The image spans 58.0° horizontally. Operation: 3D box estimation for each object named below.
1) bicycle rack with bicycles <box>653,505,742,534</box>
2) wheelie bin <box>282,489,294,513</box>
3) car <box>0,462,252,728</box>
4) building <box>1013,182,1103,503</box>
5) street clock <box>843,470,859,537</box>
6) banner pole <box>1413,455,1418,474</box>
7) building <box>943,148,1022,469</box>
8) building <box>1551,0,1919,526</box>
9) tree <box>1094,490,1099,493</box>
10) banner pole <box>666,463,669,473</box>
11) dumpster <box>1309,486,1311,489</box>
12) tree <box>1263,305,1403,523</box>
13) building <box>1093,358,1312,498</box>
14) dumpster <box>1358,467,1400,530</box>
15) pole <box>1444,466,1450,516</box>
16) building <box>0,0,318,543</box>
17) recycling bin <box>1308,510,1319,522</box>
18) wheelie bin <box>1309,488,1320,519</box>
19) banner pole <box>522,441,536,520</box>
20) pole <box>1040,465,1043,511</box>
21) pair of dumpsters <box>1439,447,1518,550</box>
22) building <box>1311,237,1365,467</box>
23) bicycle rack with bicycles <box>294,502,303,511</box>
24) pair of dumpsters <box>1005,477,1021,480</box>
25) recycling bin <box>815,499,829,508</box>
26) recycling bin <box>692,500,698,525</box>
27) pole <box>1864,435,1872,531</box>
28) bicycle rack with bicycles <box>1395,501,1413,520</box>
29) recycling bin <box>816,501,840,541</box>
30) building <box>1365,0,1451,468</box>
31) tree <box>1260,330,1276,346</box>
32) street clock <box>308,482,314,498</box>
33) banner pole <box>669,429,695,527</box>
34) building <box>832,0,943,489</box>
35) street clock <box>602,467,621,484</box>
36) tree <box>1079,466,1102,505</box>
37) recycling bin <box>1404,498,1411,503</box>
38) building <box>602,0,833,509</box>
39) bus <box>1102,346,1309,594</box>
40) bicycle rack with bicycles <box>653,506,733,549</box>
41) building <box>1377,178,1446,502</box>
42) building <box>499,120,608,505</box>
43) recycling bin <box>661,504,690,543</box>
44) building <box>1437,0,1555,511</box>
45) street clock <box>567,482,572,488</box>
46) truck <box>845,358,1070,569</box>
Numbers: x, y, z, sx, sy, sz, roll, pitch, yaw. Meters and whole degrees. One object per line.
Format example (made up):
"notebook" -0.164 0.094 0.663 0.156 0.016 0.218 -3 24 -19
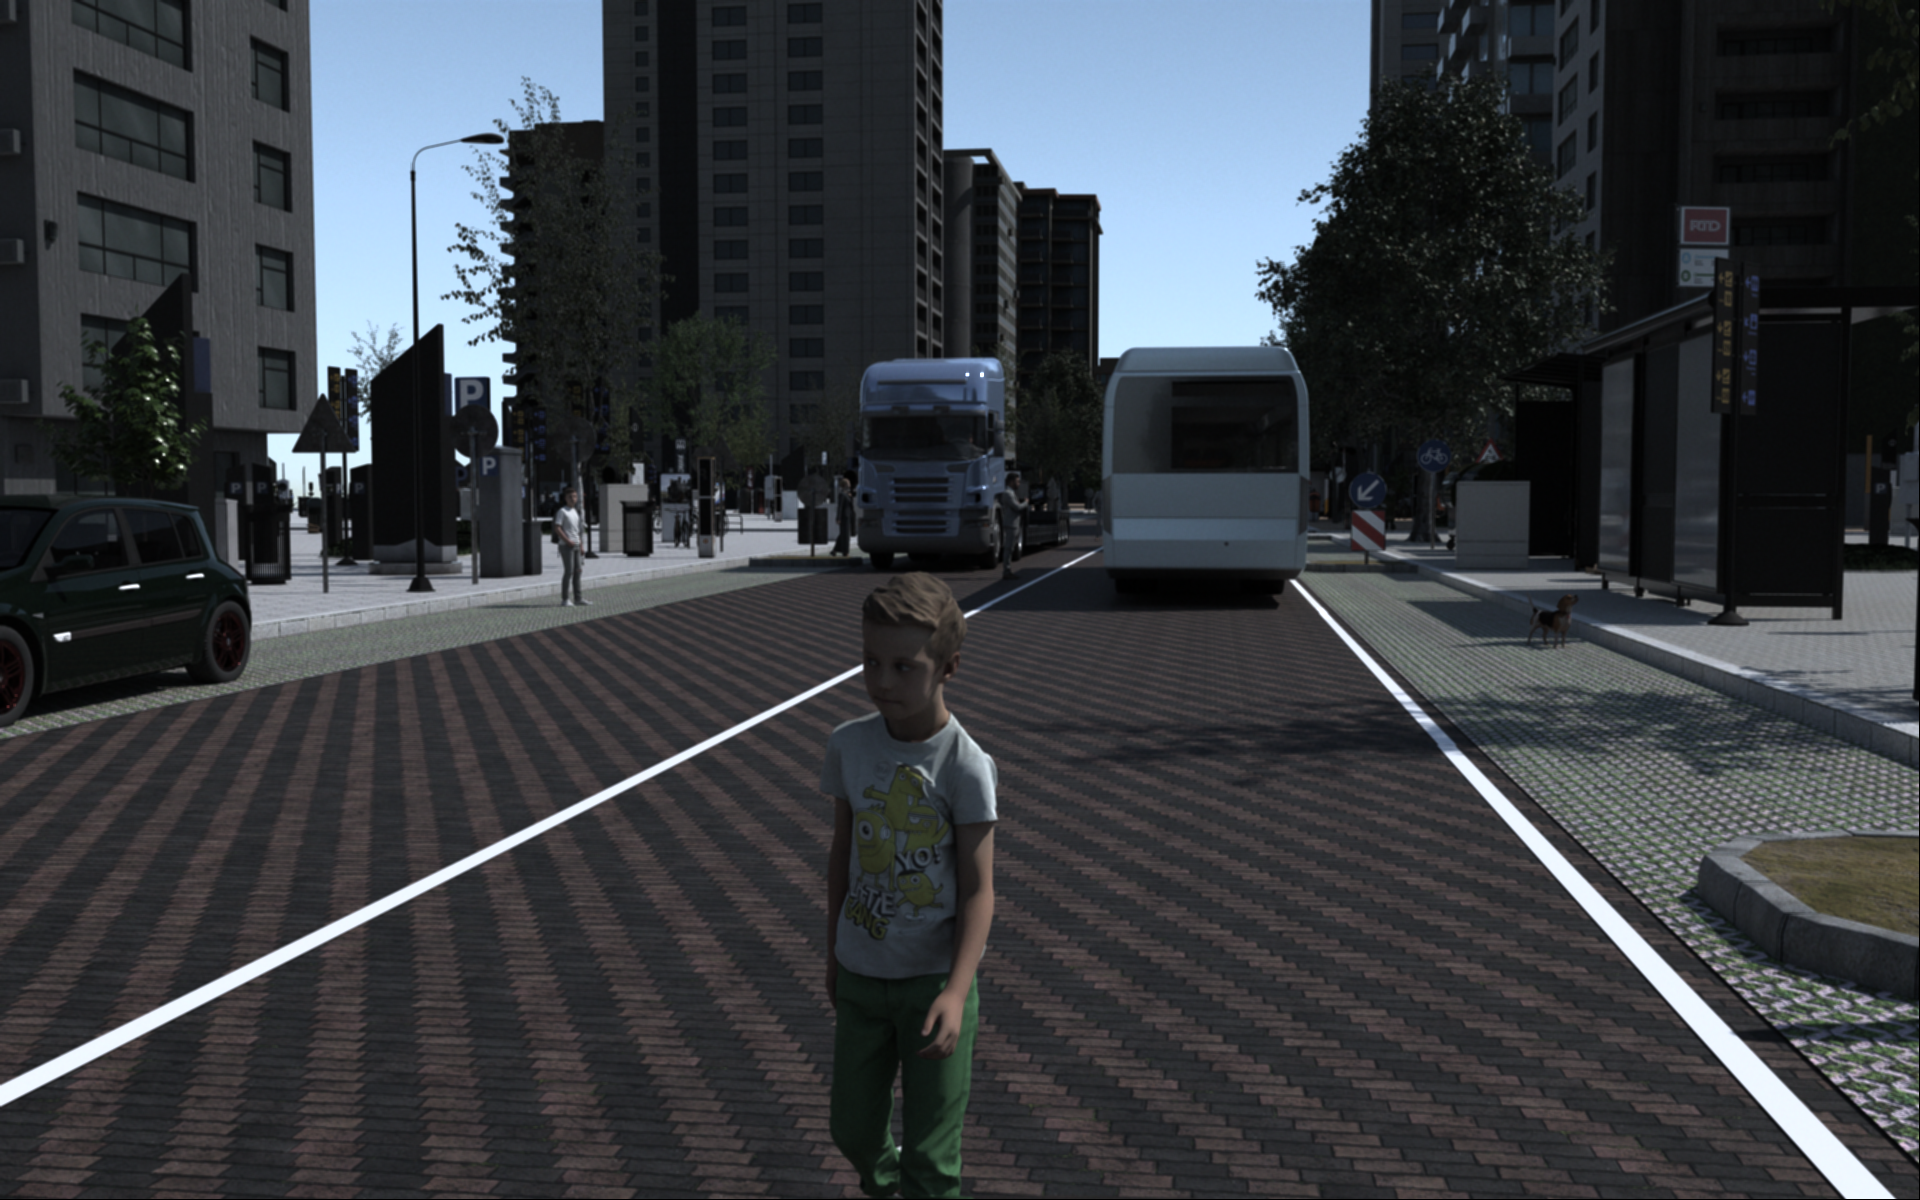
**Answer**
"bicycle rack with bicycles" -8.272 -2.592 55.756 2.852 0.926 2.925 -2 4 -34
"wheelie bin" -45.892 -6.742 118.146 0.980 1.594 0.693 0 4 -5
"car" -6.510 -0.123 11.797 2.009 1.686 4.222 0 4 7
"building" 5.341 -36.168 245.974 28.867 44.769 22.147 1 4 8
"street clock" -3.251 -2.904 52.048 0.471 2.002 0.358 2 4 26
"banner pole" 29.553 -7.480 112.319 0.863 3.779 0.401 -2 4 -35
"building" -6.049 -30.508 190.684 23.993 40.220 32.217 1 4 8
"building" 34.242 -18.585 75.560 14.107 30.474 14.160 1 4 8
"tree" 12.863 -10.657 168.841 1.663 3.219 1.824 0 3 0
"banner pole" -23.113 -9.038 137.785 0.863 3.779 0.401 -2 4 -33
"dumpster" 18.056 -5.280 92.087 1.264 1.857 1.865 0 4 8
"tree" 16.615 -8.674 76.228 8.767 10.594 7.601 1 4 12
"building" 34.231 -24.442 244.662 28.899 21.520 27.650 1 4 8
"dumpster" 15.039 -3.677 62.609 1.502 2.255 1.985 0 4 8
"pole" 22.259 -5.215 79.107 0.158 3.312 0.155 0 3 0
"building" -24.339 -16.526 41.904 14.107 30.474 14.160 1 4 8
"recycling bin" 16.355 -4.210 81.380 0.722 1.027 0.722 -2 4 -27
"wheelie bin" 17.858 -4.868 87.500 0.693 1.594 0.980 1 4 14
"banner pole" -17.825 -5.027 72.216 0.401 3.779 0.863 -3 4 -39
"pole" 5.501 -7.541 117.140 0.158 3.312 0.155 0 3 0
"pair of dumpsters" 11.566 -2.161 37.823 1.574 2.255 4.437 0 4 8
"building" 60.862 -33.720 243.203 23.993 40.220 32.217 1 4 8
"bicycle rack with bicycles" -50.174 -7.404 134.439 2.925 0.926 2.852 -2 4 -23
"pair of dumpsters" 2.468 -5.325 89.550 1.574 2.255 4.437 1 4 8
"recycling bin" -7.502 -4.946 93.417 0.722 1.027 0.722 1 4 22
"recycling bin" -11.407 -3.720 73.371 0.722 1.027 0.722 1 4 18
"pole" 31.482 -4.050 60.054 0.158 3.312 0.155 0 3 0
"bicycle rack with bicycles" 22.241 -4.515 87.205 2.852 0.926 2.925 0 4 0
"recycling bin" -3.417 -2.122 47.245 0.722 1.027 0.722 1 4 10
"building" 53.944 -39.223 183.299 21.231 58.520 28.212 1 4 8
"tree" 34.844 -21.190 202.344 12.611 20.169 13.585 0 3 0
"street clock" -40.104 -6.268 107.058 0.358 2.002 0.471 -1 4 -21
"banner pole" -10.579 -4.683 66.578 0.863 3.779 0.401 -2 4 -33
"building" -10.096 -43.609 151.253 20.563 71.187 20.611 1 4 8
"street clock" -9.182 -2.514 45.666 0.471 2.002 0.358 2 4 30
"tree" 12.601 -10.846 161.044 4.285 4.588 4.351 0 3 0
"recycling bin" 29.776 -6.343 116.257 0.722 1.027 0.722 -1 4 -12
"building" -27.342 -46.487 198.312 20.611 71.187 20.563 1 4 8
"bus" 3.846 -2.038 28.187 2.948 3.499 13.247 0 4 7
"bicycle rack with bicycles" -7.148 -1.731 41.683 2.852 0.926 2.925 0 4 0
"building" 44.473 -23.134 149.946 14.160 30.474 14.107 1 4 8
"building" -44.671 -33.929 204.855 14.200 45.320 14.600 1 4 8
"recycling bin" -7.592 -2.054 46.130 0.722 1.027 0.722 -1 4 -11
"building" 44.807 -30.478 117.920 23.786 49.044 30.456 1 4 8
"street clock" -24.178 -6.311 107.748 0.358 2.002 0.471 2 4 24
"truck" 0.555 -3.082 40.149 2.967 4.110 18.799 1 4 8
